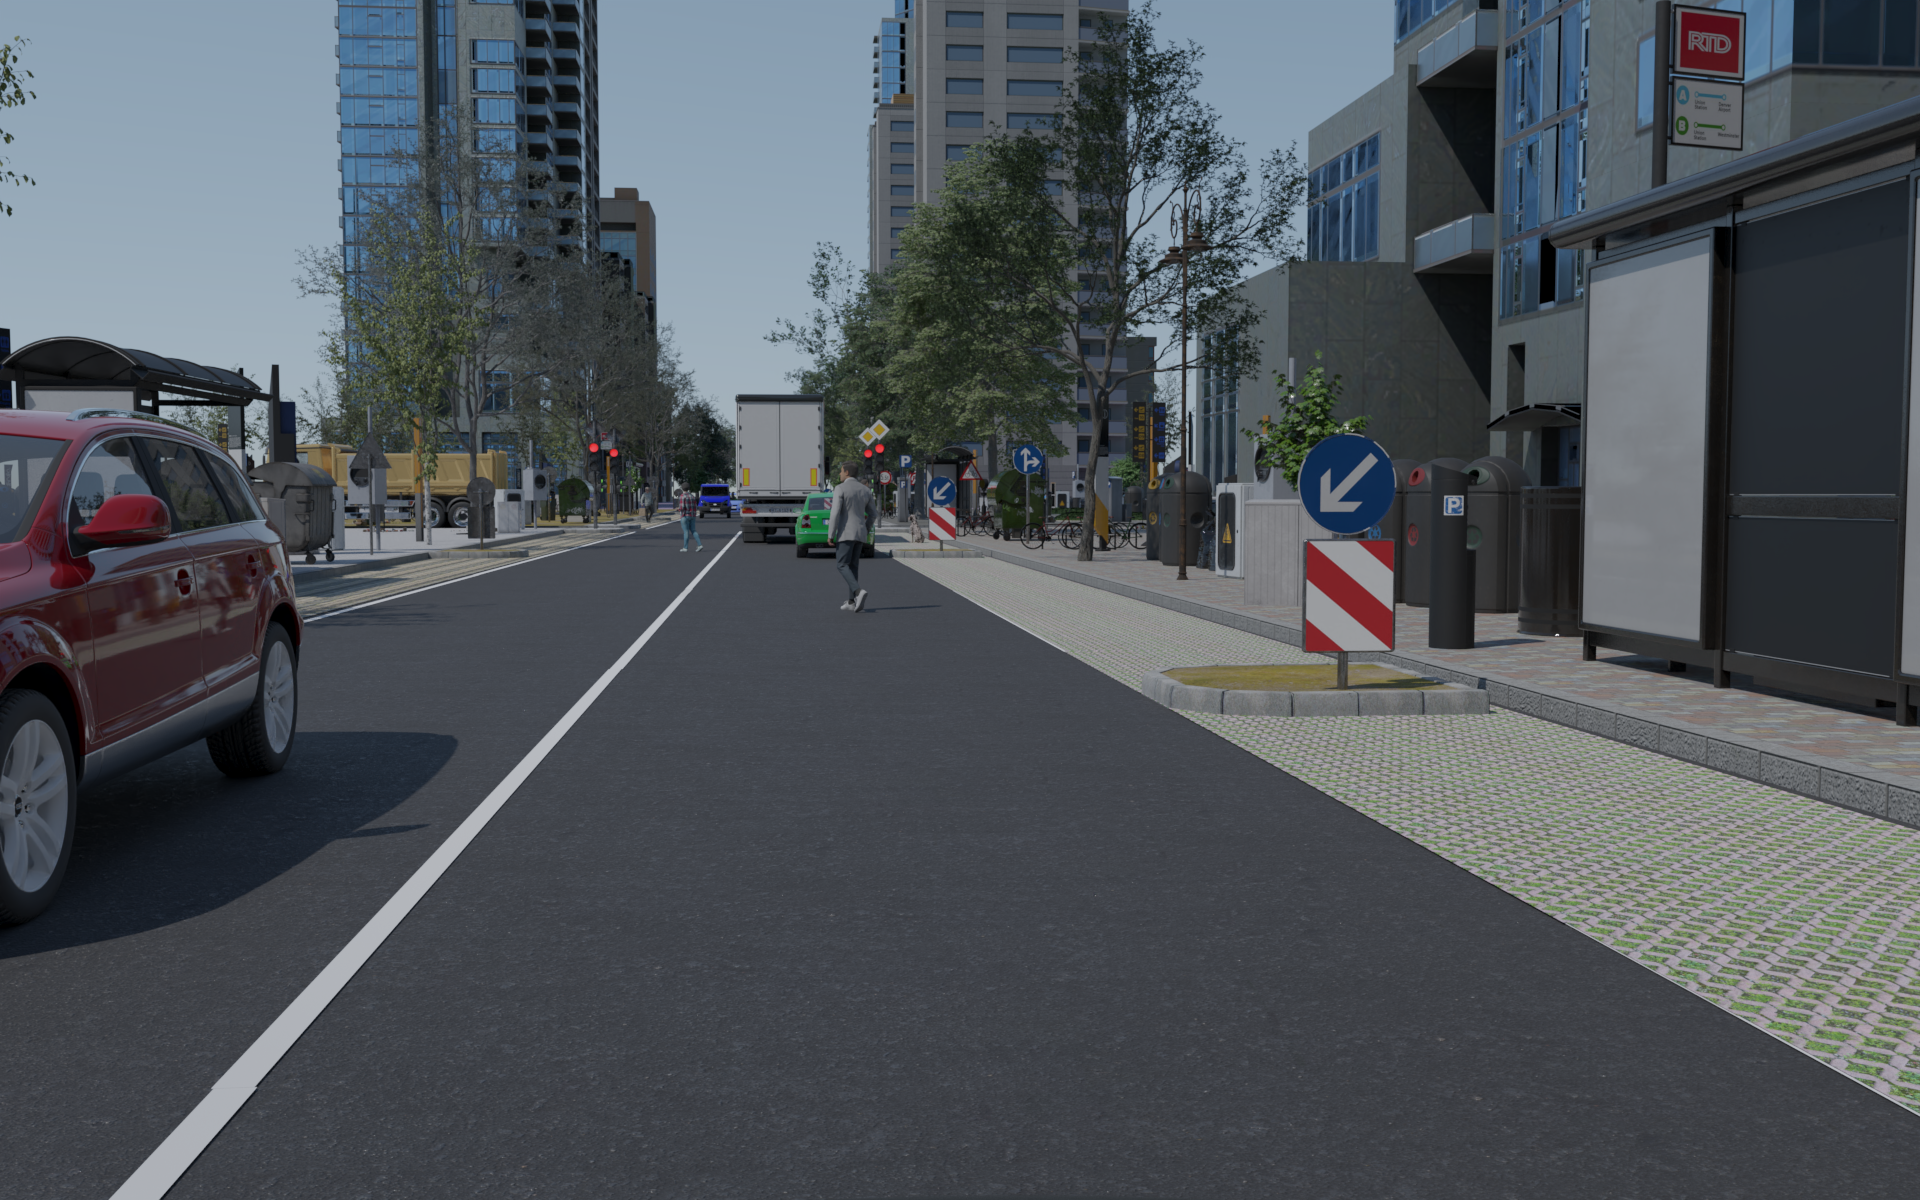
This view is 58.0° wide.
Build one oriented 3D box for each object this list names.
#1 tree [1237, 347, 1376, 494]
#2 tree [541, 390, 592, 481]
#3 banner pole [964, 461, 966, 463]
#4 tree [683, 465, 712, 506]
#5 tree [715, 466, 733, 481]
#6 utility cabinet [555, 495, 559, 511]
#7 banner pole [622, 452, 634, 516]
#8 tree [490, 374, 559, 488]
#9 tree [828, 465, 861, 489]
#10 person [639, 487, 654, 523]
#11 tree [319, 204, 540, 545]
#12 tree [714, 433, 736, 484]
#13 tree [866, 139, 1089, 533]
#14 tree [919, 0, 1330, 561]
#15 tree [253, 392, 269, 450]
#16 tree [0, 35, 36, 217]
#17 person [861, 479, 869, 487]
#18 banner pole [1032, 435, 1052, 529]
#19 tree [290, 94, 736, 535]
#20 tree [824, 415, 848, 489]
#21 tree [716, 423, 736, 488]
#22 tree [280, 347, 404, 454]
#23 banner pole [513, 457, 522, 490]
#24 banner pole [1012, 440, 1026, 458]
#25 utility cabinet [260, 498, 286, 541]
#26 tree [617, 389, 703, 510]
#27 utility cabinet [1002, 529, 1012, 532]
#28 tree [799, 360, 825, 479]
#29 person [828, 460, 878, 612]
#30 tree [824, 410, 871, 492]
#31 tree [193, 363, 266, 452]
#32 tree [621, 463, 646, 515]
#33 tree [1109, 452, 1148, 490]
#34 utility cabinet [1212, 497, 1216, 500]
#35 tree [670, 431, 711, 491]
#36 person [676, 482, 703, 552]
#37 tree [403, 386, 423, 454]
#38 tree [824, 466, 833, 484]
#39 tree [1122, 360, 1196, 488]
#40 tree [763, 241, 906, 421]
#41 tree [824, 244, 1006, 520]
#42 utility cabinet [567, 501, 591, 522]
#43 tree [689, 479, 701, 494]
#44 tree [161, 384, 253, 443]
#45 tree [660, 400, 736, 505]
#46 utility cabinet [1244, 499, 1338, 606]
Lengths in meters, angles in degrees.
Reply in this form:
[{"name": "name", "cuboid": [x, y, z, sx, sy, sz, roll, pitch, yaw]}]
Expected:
[{"name": "tree", "cuboid": [4.735, -1.733, 22.935, 1.663, 3.219, 1.824, 0, 3, 0]}, {"name": "tree", "cuboid": [-26.493, -10.123, 115.878, 4.737, 8.622, 4.395, 0, 3, 0]}, {"name": "banner pole", "cuboid": [-0.247, -6.404, 94.728, 0.401, 3.779, 0.863, 3, 5, 41]}, {"name": "tree", "cuboid": [-29.325, -12.852, 193.840, 4.285, 4.588, 4.351, 0, 3, 0]}, {"name": "tree", "cuboid": [-37.492, -19.908, 259.904, 7.601, 10.594, 8.767, 2, 4, 28]}, {"name": "utility cabinet", "cuboid": [-31.182, -7.486, 133.553, 1.020, 1.237, 0.306, 2, 4, 25]}, {"name": "banner pole", "cuboid": [-21.090, -7.319, 109.685, 0.863, 3.779, 0.401, -2, 4, -26]}, {"name": "tree", "cuboid": [-24.351, -9.023, 97.882, 4.360, 8.622, 3.978, 0, 3, 0]}, {"name": "tree", "cuboid": [-11.278, -11.392, 169.978, 4.285, 4.588, 4.351, 0, 3, 0]}, {"name": "person", "cuboid": [-15.514, -4.682, 85.542, 0.515, 1.767, 0.782, 3, 5, 42]}, {"name": "tree", "cuboid": [-13.573, -5.680, 43.238, 4.737, 8.622, 4.395, 0, 3, 0]}, {"name": "tree", "cuboid": [-40.700, -22.323, 290.727, 9.928, 11.665, 9.643, 0, 3, 0]}, {"name": "tree", "cuboid": [0.705, -8.436, 56.062, 7.486, 12.596, 7.792, 0, 3, 0]}, {"name": "tree", "cuboid": [2.641, -6.010, 32.677, 7.601, 10.594, 8.767, 3, 5, 42]}, {"name": "tree", "cuboid": [-48.902, -10.649, 124.473, 4.360, 8.622, 3.978, 0, 3, 0]}, {"name": "tree", "cuboid": [-11.317, -4.087, 17.182, 4.737, 8.622, 4.395, 0, 3, 0]}, {"name": "person", "cuboid": [-2.704, -2.370, 47.345, 0.679, 1.850, 0.850, -3, 5, -43]}, {"name": "banner pole", "cuboid": [2.962, -4.459, 62.919, 0.863, 3.779, 0.401, -2, 4, -27]}, {"name": "tree", "cuboid": [-15.433, -8.804, 54.314, 12.009, 13.543, 11.850, 0, 3, 0]}, {"name": "tree", "cuboid": [-15.833, -17.147, 206.107, 9.928, 11.665, 9.643, 0, 3, 0]}, {"name": "tree", "cuboid": [-41.240, -24.379, 305.258, 9.857, 13.997, 8.962, 0, 3, 0]}, {"name": "tree", "cuboid": [-30.794, -8.271, 85.588, 4.360, 8.622, 3.978, 0, 3, 0]}, {"name": "banner pole", "cuboid": [-29.825, -7.742, 116.605, 0.401, 3.779, 0.863, 3, 4, 37]}, {"name": "banner pole", "cuboid": [2.796, -5.535, 80.518, 0.863, 3.779, 0.401, 0, 4, 5]}, {"name": "utility cabinet", "cuboid": [-11.591, -1.107, 29.255, 0.306, 1.237, 1.020, -2, 4, -28]}, {"name": "tree", "cuboid": [-24.733, -12.748, 142.849, 7.601, 10.594, 8.767, -1, 4, -9]}, {"name": "utility cabinet", "cuboid": [1.671, -2.943, 59.282, 0.306, 1.237, 1.020, 1, 4, 14]}, {"name": "tree", "cuboid": [-9.847, -15.148, 154.317, 9.857, 13.997, 8.962, 0, 3, 0]}, {"name": "person", "cuboid": [-1.282, -0.785, 21.180, 0.661, 1.843, 0.795, -3, 4, -38]}, {"name": "tree", "cuboid": [-8.733, -11.638, 140.650, 4.737, 8.622, 4.395, 0, 3, 0]}, {"name": "tree", "cuboid": [-41.486, -9.025, 97.928, 4.737, 8.622, 4.395, 0, 3, 0]}, {"name": "tree", "cuboid": [-20.499, -6.929, 107.898, 1.663, 3.219, 1.824, 0, 3, 0]}, {"name": "tree", "cuboid": [13.101, -9.190, 133.973, 4.285, 4.588, 4.351, 0, 3, 0]}, {"name": "utility cabinet", "cuboid": [5.729, -1.690, 38.788, 1.020, 1.237, 0.306, 1, 4, 8]}, {"name": "tree", "cuboid": [-28.184, -14.046, 180.007, 4.737, 8.622, 4.395, 0, 3, 0]}, {"name": "person", "cuboid": [-6.762, -2.070, 43.174, 0.643, 1.720, 0.563, 3, 4, 37]}, {"name": "tree", "cuboid": [-30.912, -8.773, 93.806, 4.360, 8.622, 3.978, 0, 3, 0]}, {"name": "tree", "cuboid": [-24.131, -22.777, 290.526, 7.486, 12.596, 7.792, 0, 3, 0]}, {"name": "tree", "cuboid": [10.949, -8.839, 94.880, 4.360, 8.622, 3.978, 0, 3, 0]}, {"name": "tree", "cuboid": [-8.050, -16.828, 131.021, 12.611, 20.169, 13.585, 0, 3, 0]}, {"name": "tree", "cuboid": [-2.076, -10.981, 86.188, 9.857, 13.997, 8.962, 0, 3, 0]}, {"name": "utility cabinet", "cuboid": [-17.242, -4.252, 78.192, 1.173, 1.500, 0.318, 1, 4, 18]}, {"name": "tree", "cuboid": [-28.676, -11.695, 185.809, 1.663, 3.219, 1.824, 0, 3, 0]}, {"name": "tree", "cuboid": [-45.907, -9.407, 104.161, 4.360, 8.622, 3.978, 0, 3, 0]}, {"name": "tree", "cuboid": [-31.627, -17.815, 208.289, 9.611, 12.733, 9.660, 0, 3, 0]}, {"name": "utility cabinet", "cuboid": [3.800, -0.535, 19.907, 1.020, 1.237, 0.306, 1, 4, 23]}]
